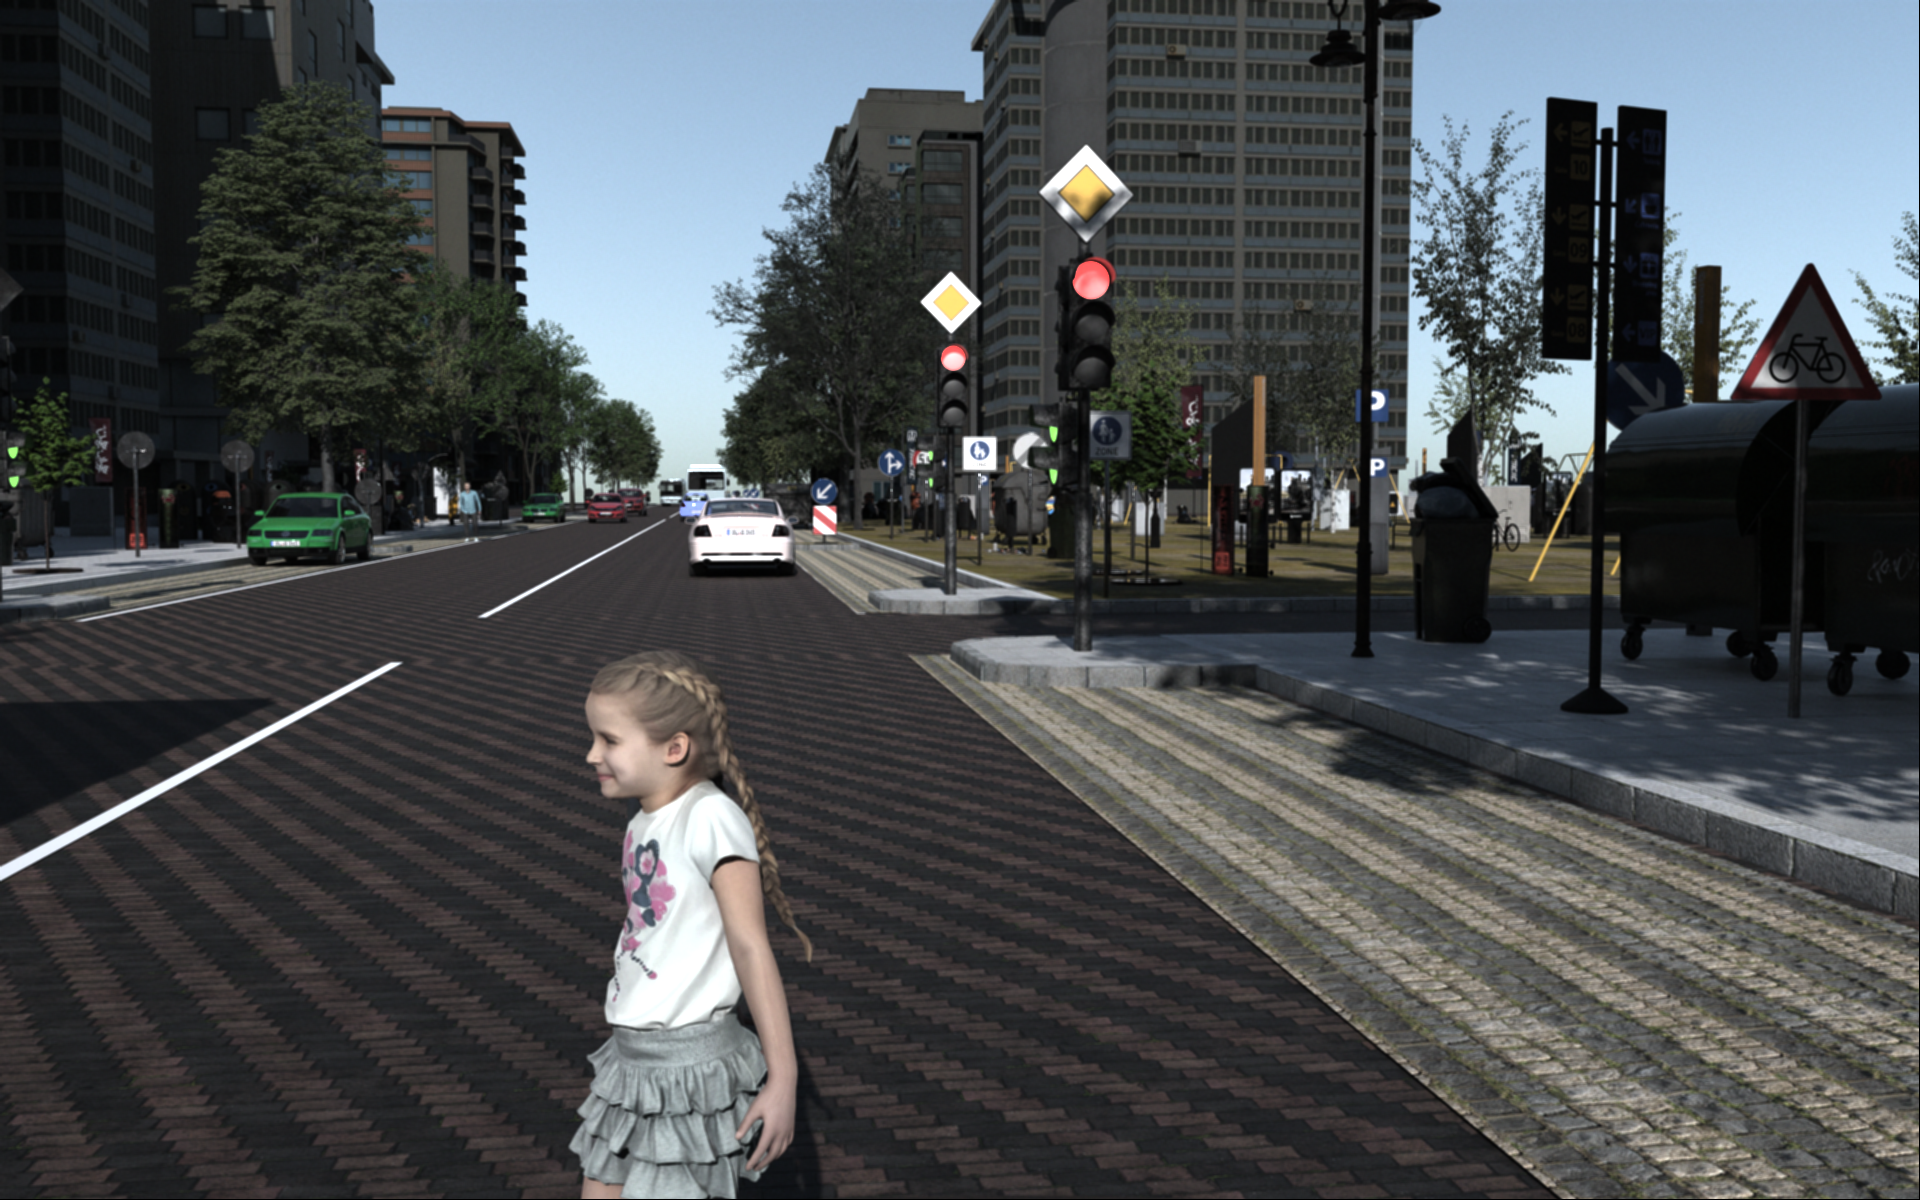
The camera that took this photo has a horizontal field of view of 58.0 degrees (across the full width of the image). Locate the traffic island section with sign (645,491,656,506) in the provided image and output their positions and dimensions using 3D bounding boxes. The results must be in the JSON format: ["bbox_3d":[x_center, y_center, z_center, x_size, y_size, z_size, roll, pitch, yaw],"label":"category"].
[{"bbox_3d":[-40.983,-13.415,227.960,1.989,1.847,2.006,0,4,-8],"label":"traffic island section with sign"}]

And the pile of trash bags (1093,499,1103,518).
[{"bbox_3d":[6.116,-5.015,91.743,1.912,1.369,3.447,2,4,34],"label":"pile of trash bags"}]

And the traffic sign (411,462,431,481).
[{"bbox_3d":[-21.411,-4.202,68.800,0.768,2.556,0.104,0,4,-7],"label":"traffic sign"}]

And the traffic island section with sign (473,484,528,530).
[{"bbox_3d":[-18.403,-3.719,69.436,1.989,1.847,2.006,0,4,-8],"label":"traffic island section with sign"}]

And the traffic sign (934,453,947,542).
[{"bbox_3d":[-0.674,-2.854,46.774,0.768,2.556,0.104,0,4,-1],"label":"traffic sign"}]

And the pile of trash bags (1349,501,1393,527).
[{"bbox_3d":[15.539,-3.596,68.542,1.912,1.369,3.447,-2,4,-29],"label":"pile of trash bags"}]

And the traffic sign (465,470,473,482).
[{"bbox_3d":[-26.501,-5.672,92.843,0.768,2.556,0.104,0,4,-1],"label":"traffic sign"}]

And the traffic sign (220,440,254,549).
[{"bbox_3d":[-16.964,-2.482,40.679,0.768,2.556,0.104,0,4,-8],"label":"traffic sign"}]

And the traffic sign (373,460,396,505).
[{"bbox_3d":[-22.092,-4.066,66.483,0.884,2.594,0.081,0,4,-6],"label":"traffic sign"}]

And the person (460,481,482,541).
[{"bbox_3d":[-14.775,-2.679,52.315,0.660,1.820,0.620,0,4,-8],"label":"person"}]

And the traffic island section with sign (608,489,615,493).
[{"bbox_3d":[-29.331,-8.408,146.093,1.989,1.847,2.006,0,4,-8],"label":"traffic island section with sign"}]

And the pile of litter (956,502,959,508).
[{"bbox_3d":[-0.470,-4.842,93.127,1.176,0.858,1.719,0,4,-5],"label":"pile of litter"}]

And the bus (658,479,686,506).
[{"bbox_3d":[-34.008,-12.904,205.842,2.948,3.499,13.247,0,4,-6],"label":"bus"}]

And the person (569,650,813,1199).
[{"bbox_3d":[-0.341,0.675,2.485,0.382,1.210,0.505,-3,4,-38],"label":"person"}]

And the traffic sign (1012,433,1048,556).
[{"bbox_3d":[1.460,-2.196,36.006,0.768,2.556,0.104,0,4,0],"label":"traffic sign"}]

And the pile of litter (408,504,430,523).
[{"bbox_3d":[-24.330,-3.893,77.609,1.719,0.858,1.176,-3,5,-44],"label":"pile of litter"}]

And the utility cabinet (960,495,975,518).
[{"bbox_3d":[0.523,-4.789,89.467,1.020,1.237,0.306,0,4,5],"label":"utility cabinet"}]

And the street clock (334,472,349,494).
[{"bbox_3d":[-20.143,-3.170,56.393,0.358,2.002,0.471,2,4,28],"label":"street clock"}]

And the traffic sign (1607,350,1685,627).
[{"bbox_3d":[5.845,-0.909,14.962,0.768,2.556,0.104,0,4,-2],"label":"traffic sign"}]

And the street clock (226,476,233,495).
[{"bbox_3d":[-29.436,-3.990,69.808,0.358,2.002,0.471,-2,4,-27],"label":"street clock"}]

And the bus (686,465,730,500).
[{"bbox_3d":[-17.084,-7.488,117.281,2.948,3.499,13.247,0,4,-8],"label":"bus"}]

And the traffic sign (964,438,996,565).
[{"bbox_3d":[0.351,-1.769,31.056,0.606,2.300,0.079,0,4,-4],"label":"traffic sign"}]

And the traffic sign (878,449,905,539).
[{"bbox_3d":[-1.927,-2.985,48.904,0.768,2.556,0.104,0,4,-5],"label":"traffic sign"}]

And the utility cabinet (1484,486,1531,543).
[{"bbox_3d":[14.161,-2.217,44.926,1.173,1.500,0.318,1,4,11],"label":"utility cabinet"}]

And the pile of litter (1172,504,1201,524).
[{"bbox_3d":[9.898,-3.769,75.589,1.176,0.858,1.719,-1,4,-11],"label":"pile of litter"}]

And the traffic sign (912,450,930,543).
[{"bbox_3d":[-0.881,-2.793,45.772,0.768,2.556,0.104,0,4,-6],"label":"traffic sign"}]

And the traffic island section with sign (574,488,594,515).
[{"bbox_3d":[-25.534,-6.775,119.406,1.989,1.847,2.006,0,4,-8],"label":"traffic island section with sign"}]

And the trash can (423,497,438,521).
[{"bbox_3d":[-25.442,-4.373,83.150,0.748,1.137,0.748,0,3,0],"label":"trash can"}]

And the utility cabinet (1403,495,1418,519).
[{"bbox_3d":[23.022,-4.708,88.129,1.020,1.237,0.306,-2,4,-34],"label":"utility cabinet"}]

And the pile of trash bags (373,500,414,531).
[{"bbox_3d":[-20.793,-3.070,59.944,1.912,1.369,3.447,3,4,37],"label":"pile of trash bags"}]

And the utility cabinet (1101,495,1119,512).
[{"bbox_3d":[8.488,-5.306,97.920,1.020,1.237,0.306,1,4,22],"label":"utility cabinet"}]

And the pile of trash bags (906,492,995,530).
[{"bbox_3d":[0.059,-3.210,62.230,3.447,1.369,1.912,-1,4,-18],"label":"pile of trash bags"}]

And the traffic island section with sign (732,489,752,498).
[{"bbox_3d":[-18.202,-8.461,146.964,1.989,1.847,2.006,0,4,-8],"label":"traffic island section with sign"}]

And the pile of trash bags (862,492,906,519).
[{"bbox_3d":[-3.377,-4.866,89.313,3.447,1.369,1.912,-3,5,-44],"label":"pile of trash bags"}]

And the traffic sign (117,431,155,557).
[{"bbox_3d":[-16.693,-2.140,35.090,0.768,2.556,0.104,0,4,-1],"label":"traffic sign"}]

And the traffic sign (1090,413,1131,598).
[{"bbox_3d":[1.811,-1.179,21.400,0.606,2.300,0.079,0,4,1],"label":"traffic sign"}]

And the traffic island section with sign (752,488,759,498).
[{"bbox_3d":[-7.455,-3.839,71.400,1.989,1.847,2.006,0,4,-8],"label":"traffic island section with sign"}]

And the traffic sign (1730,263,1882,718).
[{"bbox_3d":[4.787,-0.603,9.865,0.884,2.594,0.081,0,4,-5],"label":"traffic sign"}]

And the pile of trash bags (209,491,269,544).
[{"bbox_3d":[-19.012,-2.218,46.023,3.447,1.369,1.912,3,5,43],"label":"pile of trash bags"}]

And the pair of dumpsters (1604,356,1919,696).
[{"bbox_3d":[6.029,-0.549,11.465,1.574,2.255,4.437,-1,4,-8],"label":"pair of dumpsters"}]

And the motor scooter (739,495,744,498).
[{"bbox_3d":[-27.422,-12.499,217.132,0.815,1.314,1.986,-1,4,-10],"label":"motor scooter"}]

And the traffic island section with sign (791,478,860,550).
[{"bbox_3d":[-3.654,-2.207,44.713,1.989,1.847,2.006,0,4,-8],"label":"traffic island section with sign"}]

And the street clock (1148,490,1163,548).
[{"bbox_3d":[4.643,-2.237,41.142,0.358,2.002,0.471,2,4,30],"label":"street clock"}]

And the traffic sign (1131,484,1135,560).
[{"bbox_3d":[3.374,-2.057,33.744,0.768,2.556,0.104,0,4,-4],"label":"traffic sign"}]

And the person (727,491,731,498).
[{"bbox_3d":[-27.305,-11.978,204.328,0.705,1.826,1.348,-2,4,-32],"label":"person"}]

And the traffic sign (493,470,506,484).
[{"bbox_3d":[-24.980,-5.754,94.089,0.884,2.594,0.081,0,4,-6],"label":"traffic sign"}]

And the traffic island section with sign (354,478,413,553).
[{"bbox_3d":[-14.581,-2.077,42.588,1.989,1.847,2.006,0,4,-8],"label":"traffic island section with sign"}]
